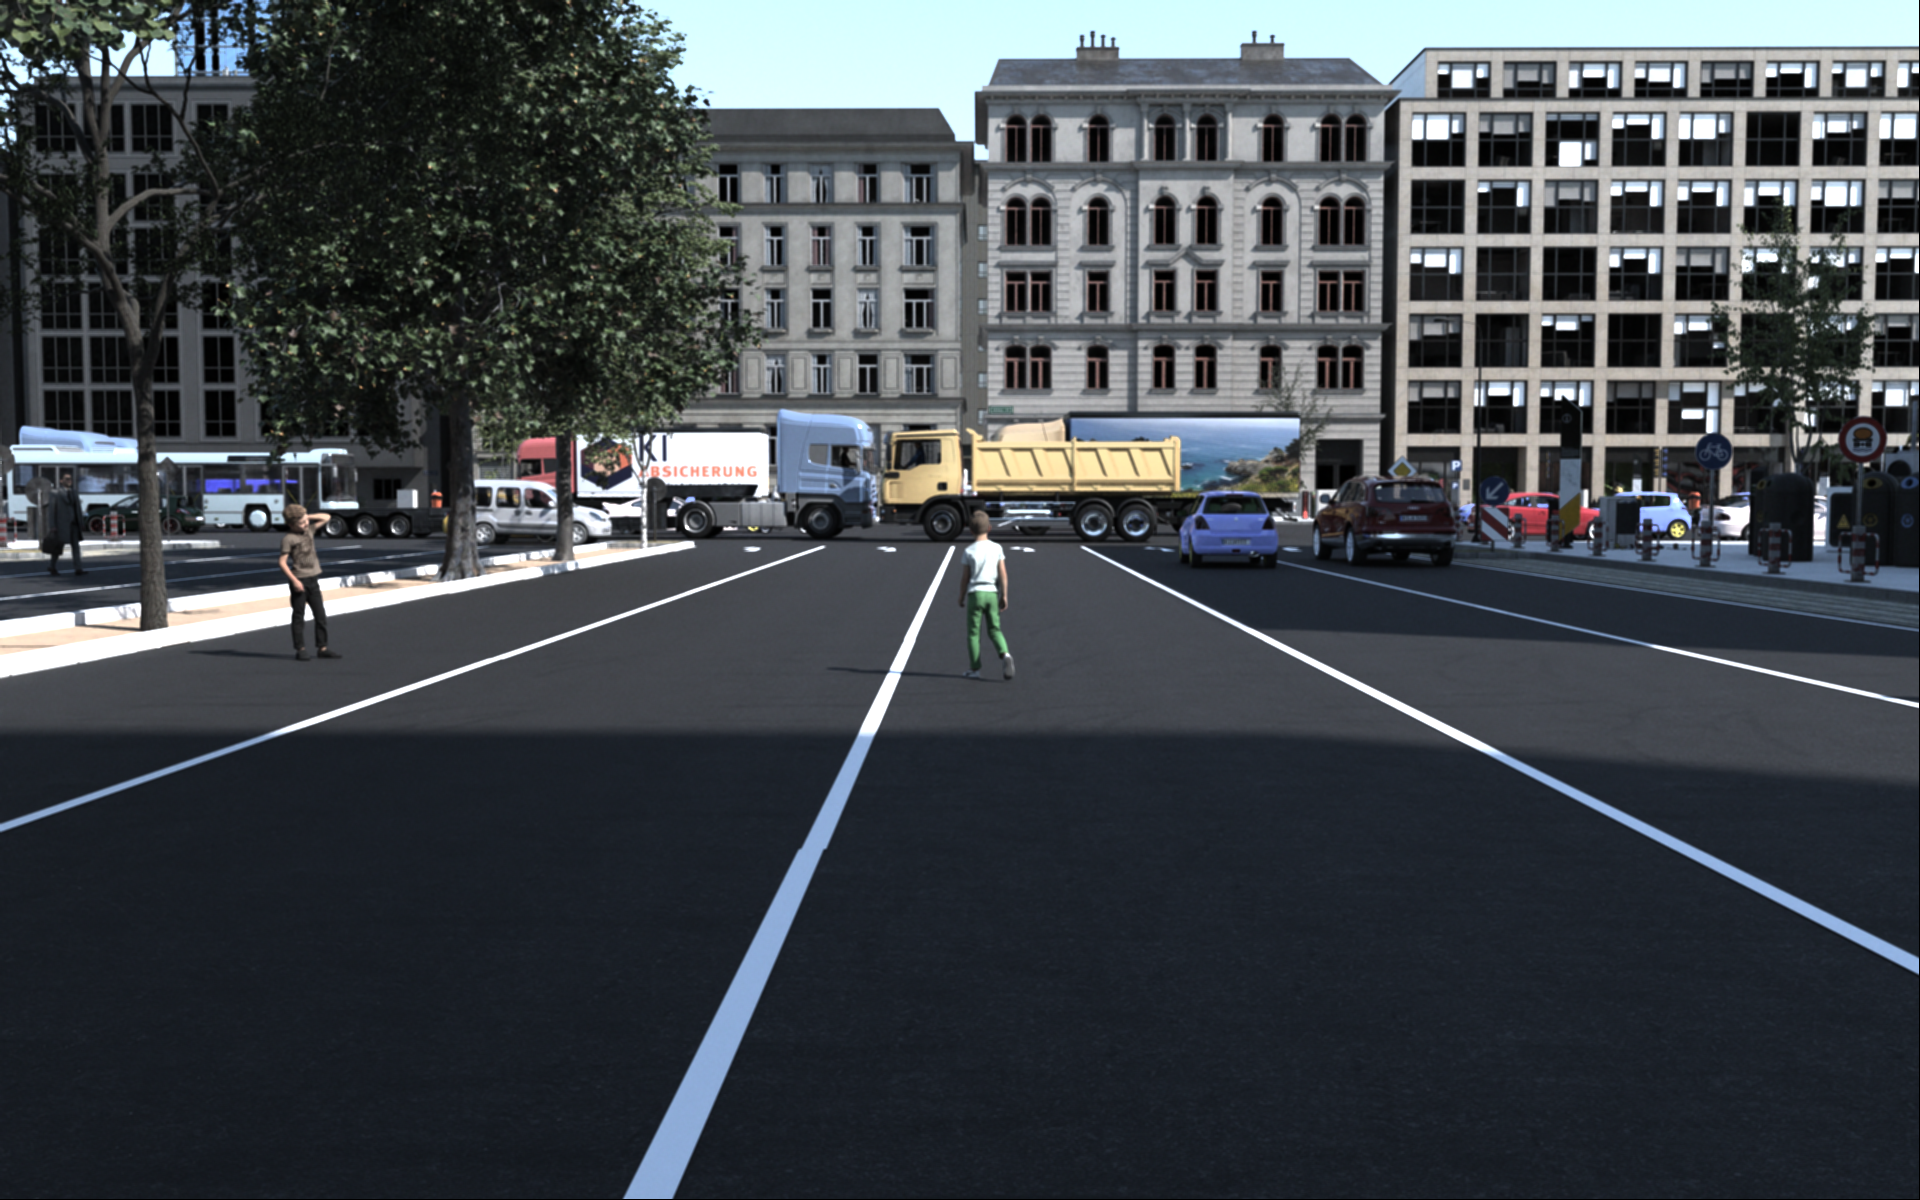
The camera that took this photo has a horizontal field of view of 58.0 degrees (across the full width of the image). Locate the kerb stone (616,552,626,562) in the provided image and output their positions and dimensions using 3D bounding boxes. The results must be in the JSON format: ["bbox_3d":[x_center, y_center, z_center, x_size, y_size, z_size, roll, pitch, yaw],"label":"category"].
[{"bbox_3d":[-7.318,-0.894,36.819,0.120,0.150,1.000,0,4,1],"label":"kerb stone"}]

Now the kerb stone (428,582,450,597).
[{"bbox_3d":[-7.444,-0.132,24.455,0.120,0.150,1.000,0,4,1],"label":"kerb stone"}]

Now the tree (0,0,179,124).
[{"bbox_3d":[-8.671,-6.116,9.104,9.857,13.997,8.962,0,3,0],"label":"tree"}]

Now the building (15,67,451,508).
[{"bbox_3d":[-41.478,-18.977,103.779,24.014,27.812,14.314,0,4,1],"label":"building"}]

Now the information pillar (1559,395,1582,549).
[{"bbox_3d":[14.339,-3.019,40.721,0.504,3.616,0.183,3,5,39],"label":"information pillar"}]

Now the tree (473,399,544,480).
[{"bbox_3d":[-24.424,-8.731,93.116,4.737,8.622,4.395,0,3,0],"label":"tree"}]

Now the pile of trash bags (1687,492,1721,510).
[{"bbox_3d":[38.011,-4.698,86.563,1.912,1.369,3.447,-3,4,-37],"label":"pile of trash bags"}]

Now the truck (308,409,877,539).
[{"bbox_3d":[-11.427,-4.056,56.077,18.799,4.110,2.967,0,4,2],"label":"truck"}]

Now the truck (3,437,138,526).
[{"bbox_3d":[-45.044,-5.368,77.523,18.799,4.110,2.967,0,4,-1],"label":"truck"}]

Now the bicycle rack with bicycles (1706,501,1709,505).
[{"bbox_3d":[41.117,-4.948,94.281,2.925,0.926,2.852,2,4,25],"label":"bicycle rack with bicycles"}]

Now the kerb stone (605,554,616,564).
[{"bbox_3d":[-7.332,-0.831,35.784,0.120,0.150,1.000,0,4,1],"label":"kerb stone"}]

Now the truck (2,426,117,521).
[{"bbox_3d":[-42.767,-4.869,69.375,18.799,4.110,2.967,0,3,0],"label":"truck"}]

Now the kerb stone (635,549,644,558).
[{"bbox_3d":[-7.298,-1.018,38.879,0.120,0.150,1.000,0,4,1],"label":"kerb stone"}]

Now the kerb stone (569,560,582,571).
[{"bbox_3d":[-7.362,-0.642,32.694,0.120,0.150,1.000,0,4,1],"label":"kerb stone"}]

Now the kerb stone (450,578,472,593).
[{"bbox_3d":[-7.423,-0.195,25.482,0.120,0.150,1.000,0,4,1],"label":"kerb stone"}]

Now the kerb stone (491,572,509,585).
[{"bbox_3d":[-7.410,-0.327,27.538,0.120,0.150,1.000,0,4,1],"label":"kerb stone"}]

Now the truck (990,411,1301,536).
[{"bbox_3d":[5.936,-4.346,59.972,11.283,4.237,2.839,0,4,-1],"label":"truck"}]

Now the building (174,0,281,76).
[{"bbox_3d":[-66.320,-53.001,179.242,31.000,86.520,22.319,0,4,1],"label":"building"}]

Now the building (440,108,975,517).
[{"bbox_3d":[-14.156,-16.568,104.163,30.059,22.955,16.112,0,4,1],"label":"building"}]

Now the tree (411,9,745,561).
[{"bbox_3d":[-8.517,-7.114,36.890,7.486,12.596,7.792,0,3,0],"label":"tree"}]

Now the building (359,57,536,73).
[{"bbox_3d":[-43.587,-28.578,150.850,14.154,41.232,14.086,0,4,1],"label":"building"}]

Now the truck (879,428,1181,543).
[{"bbox_3d":[1.643,-3.450,52.324,9.791,3.379,3.469,0,4,2],"label":"truck"}]

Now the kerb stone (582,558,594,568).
[{"bbox_3d":[-7.346,-0.702,33.722,0.120,0.150,1.000,0,4,1],"label":"kerb stone"}]

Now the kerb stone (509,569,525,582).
[{"bbox_3d":[-7.401,-0.390,28.565,0.120,0.150,1.000,0,4,1],"label":"kerb stone"}]

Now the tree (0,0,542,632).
[{"bbox_3d":[-8.341,-4.963,18.017,8.767,10.594,7.601,0,4,1],"label":"tree"}]

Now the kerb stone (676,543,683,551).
[{"bbox_3d":[-7.240,-1.331,44.030,0.120,0.150,1.000,0,4,1],"label":"kerb stone"}]

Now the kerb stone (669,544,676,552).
[{"bbox_3d":[-7.261,-1.272,43.000,0.120,0.150,1.000,0,4,1],"label":"kerb stone"}]

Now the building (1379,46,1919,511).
[{"bbox_3d":[41.527,-18.452,106.208,34.151,26.468,19.350,0,4,1],"label":"building"}]

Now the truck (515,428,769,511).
[{"bbox_3d":[-13.936,-5.220,74.255,11.283,4.237,2.839,0,4,1],"label":"truck"}]

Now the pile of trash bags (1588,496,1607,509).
[{"bbox_3d":[35.703,-5.177,94.394,3.447,1.369,1.912,-3,4,-36],"label":"pile of trash bags"}]

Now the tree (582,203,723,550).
[{"bbox_3d":[-7.997,-5.560,43.722,4.360,8.622,3.978,0,3,0],"label":"tree"}]

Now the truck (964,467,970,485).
[{"bbox_3d":[-0.530,-11.967,184.566,2.839,4.237,11.283,0,4,2],"label":"truck"}]

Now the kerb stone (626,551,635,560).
[{"bbox_3d":[-7.307,-0.954,37.852,0.120,0.150,1.000,0,4,1],"label":"kerb stone"}]

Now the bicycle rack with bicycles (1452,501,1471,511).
[{"bbox_3d":[24.837,-4.426,85.743,2.925,0.926,2.852,1,4,23],"label":"bicycle rack with bicycles"}]

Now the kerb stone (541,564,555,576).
[{"bbox_3d":[-7.380,-0.515,30.621,0.120,0.150,1.000,0,4,1],"label":"kerb stone"}]

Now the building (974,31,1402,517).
[{"bbox_3d":[12.642,-19.299,102.926,23.554,28.519,14.401,0,4,1],"label":"building"}]

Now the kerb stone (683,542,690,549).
[{"bbox_3d":[-7.237,-1.399,45.064,0.120,0.150,1.000,0,4,1],"label":"kerb stone"}]

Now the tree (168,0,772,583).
[{"bbox_3d":[-8.114,-6.638,27.995,9.611,12.733,9.660,0,3,0],"label":"tree"}]

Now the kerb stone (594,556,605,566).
[{"bbox_3d":[-7.337,-0.767,34.751,0.120,0.150,1.000,0,4,1],"label":"kerb stone"}]

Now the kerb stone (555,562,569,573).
[{"bbox_3d":[-7.364,-0.578,31.659,0.120,0.150,1.000,0,4,1],"label":"kerb stone"}]

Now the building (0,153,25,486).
[{"bbox_3d":[-68.940,-17.447,104.333,30.058,24.678,14.314,0,4,1],"label":"building"}]

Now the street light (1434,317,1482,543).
[{"bbox_3d":[13.144,-4.473,45.682,1.470,5.913,1.316,0,4,1],"label":"street light"}]

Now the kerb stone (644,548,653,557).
[{"bbox_3d":[-7.286,-1.083,39.907,0.120,0.150,1.000,0,4,1],"label":"kerb stone"}]

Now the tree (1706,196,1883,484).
[{"bbox_3d":[20.486,-5.621,42.265,4.737,8.622,4.395,0,3,0],"label":"tree"}]

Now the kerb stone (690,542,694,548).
[{"bbox_3d":[-7.226,-1.462,46.098,0.120,0.150,1.000,0,4,1],"label":"kerb stone"}]

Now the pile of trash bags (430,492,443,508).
[{"bbox_3d":[-25.434,-4.821,88.569,3.447,1.369,1.912,0,4,7],"label":"pile of trash bags"}]

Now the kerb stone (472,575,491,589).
[{"bbox_3d":[-7.419,-0.258,26.510,0.120,0.150,1.000,0,4,1],"label":"kerb stone"}]

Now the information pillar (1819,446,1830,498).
[{"bbox_3d":[41.582,-5.628,83.367,0.183,3.616,0.504,-2,4,-25],"label":"information pillar"}]

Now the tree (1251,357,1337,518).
[{"bbox_3d":[17.814,-8.739,93.244,4.360,8.622,3.978,0,3,0],"label":"tree"}]

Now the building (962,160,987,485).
[{"bbox_3d":[3.748,-41.594,269.305,27.495,52.752,28.713,0,4,1],"label":"building"}]

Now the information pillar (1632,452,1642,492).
[{"bbox_3d":[37.447,-6.390,95.834,0.504,3.616,0.183,1,4,16],"label":"information pillar"}]

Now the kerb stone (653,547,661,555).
[{"bbox_3d":[-7.284,-1.145,40.935,0.120,0.150,1.000,0,4,1],"label":"kerb stone"}]

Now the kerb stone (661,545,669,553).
[{"bbox_3d":[-7.259,-1.205,41.972,0.120,0.150,1.000,0,4,1],"label":"kerb stone"}]

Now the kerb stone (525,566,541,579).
[{"bbox_3d":[-7.383,-0.452,29.593,0.120,0.150,1.000,0,4,1],"label":"kerb stone"}]
